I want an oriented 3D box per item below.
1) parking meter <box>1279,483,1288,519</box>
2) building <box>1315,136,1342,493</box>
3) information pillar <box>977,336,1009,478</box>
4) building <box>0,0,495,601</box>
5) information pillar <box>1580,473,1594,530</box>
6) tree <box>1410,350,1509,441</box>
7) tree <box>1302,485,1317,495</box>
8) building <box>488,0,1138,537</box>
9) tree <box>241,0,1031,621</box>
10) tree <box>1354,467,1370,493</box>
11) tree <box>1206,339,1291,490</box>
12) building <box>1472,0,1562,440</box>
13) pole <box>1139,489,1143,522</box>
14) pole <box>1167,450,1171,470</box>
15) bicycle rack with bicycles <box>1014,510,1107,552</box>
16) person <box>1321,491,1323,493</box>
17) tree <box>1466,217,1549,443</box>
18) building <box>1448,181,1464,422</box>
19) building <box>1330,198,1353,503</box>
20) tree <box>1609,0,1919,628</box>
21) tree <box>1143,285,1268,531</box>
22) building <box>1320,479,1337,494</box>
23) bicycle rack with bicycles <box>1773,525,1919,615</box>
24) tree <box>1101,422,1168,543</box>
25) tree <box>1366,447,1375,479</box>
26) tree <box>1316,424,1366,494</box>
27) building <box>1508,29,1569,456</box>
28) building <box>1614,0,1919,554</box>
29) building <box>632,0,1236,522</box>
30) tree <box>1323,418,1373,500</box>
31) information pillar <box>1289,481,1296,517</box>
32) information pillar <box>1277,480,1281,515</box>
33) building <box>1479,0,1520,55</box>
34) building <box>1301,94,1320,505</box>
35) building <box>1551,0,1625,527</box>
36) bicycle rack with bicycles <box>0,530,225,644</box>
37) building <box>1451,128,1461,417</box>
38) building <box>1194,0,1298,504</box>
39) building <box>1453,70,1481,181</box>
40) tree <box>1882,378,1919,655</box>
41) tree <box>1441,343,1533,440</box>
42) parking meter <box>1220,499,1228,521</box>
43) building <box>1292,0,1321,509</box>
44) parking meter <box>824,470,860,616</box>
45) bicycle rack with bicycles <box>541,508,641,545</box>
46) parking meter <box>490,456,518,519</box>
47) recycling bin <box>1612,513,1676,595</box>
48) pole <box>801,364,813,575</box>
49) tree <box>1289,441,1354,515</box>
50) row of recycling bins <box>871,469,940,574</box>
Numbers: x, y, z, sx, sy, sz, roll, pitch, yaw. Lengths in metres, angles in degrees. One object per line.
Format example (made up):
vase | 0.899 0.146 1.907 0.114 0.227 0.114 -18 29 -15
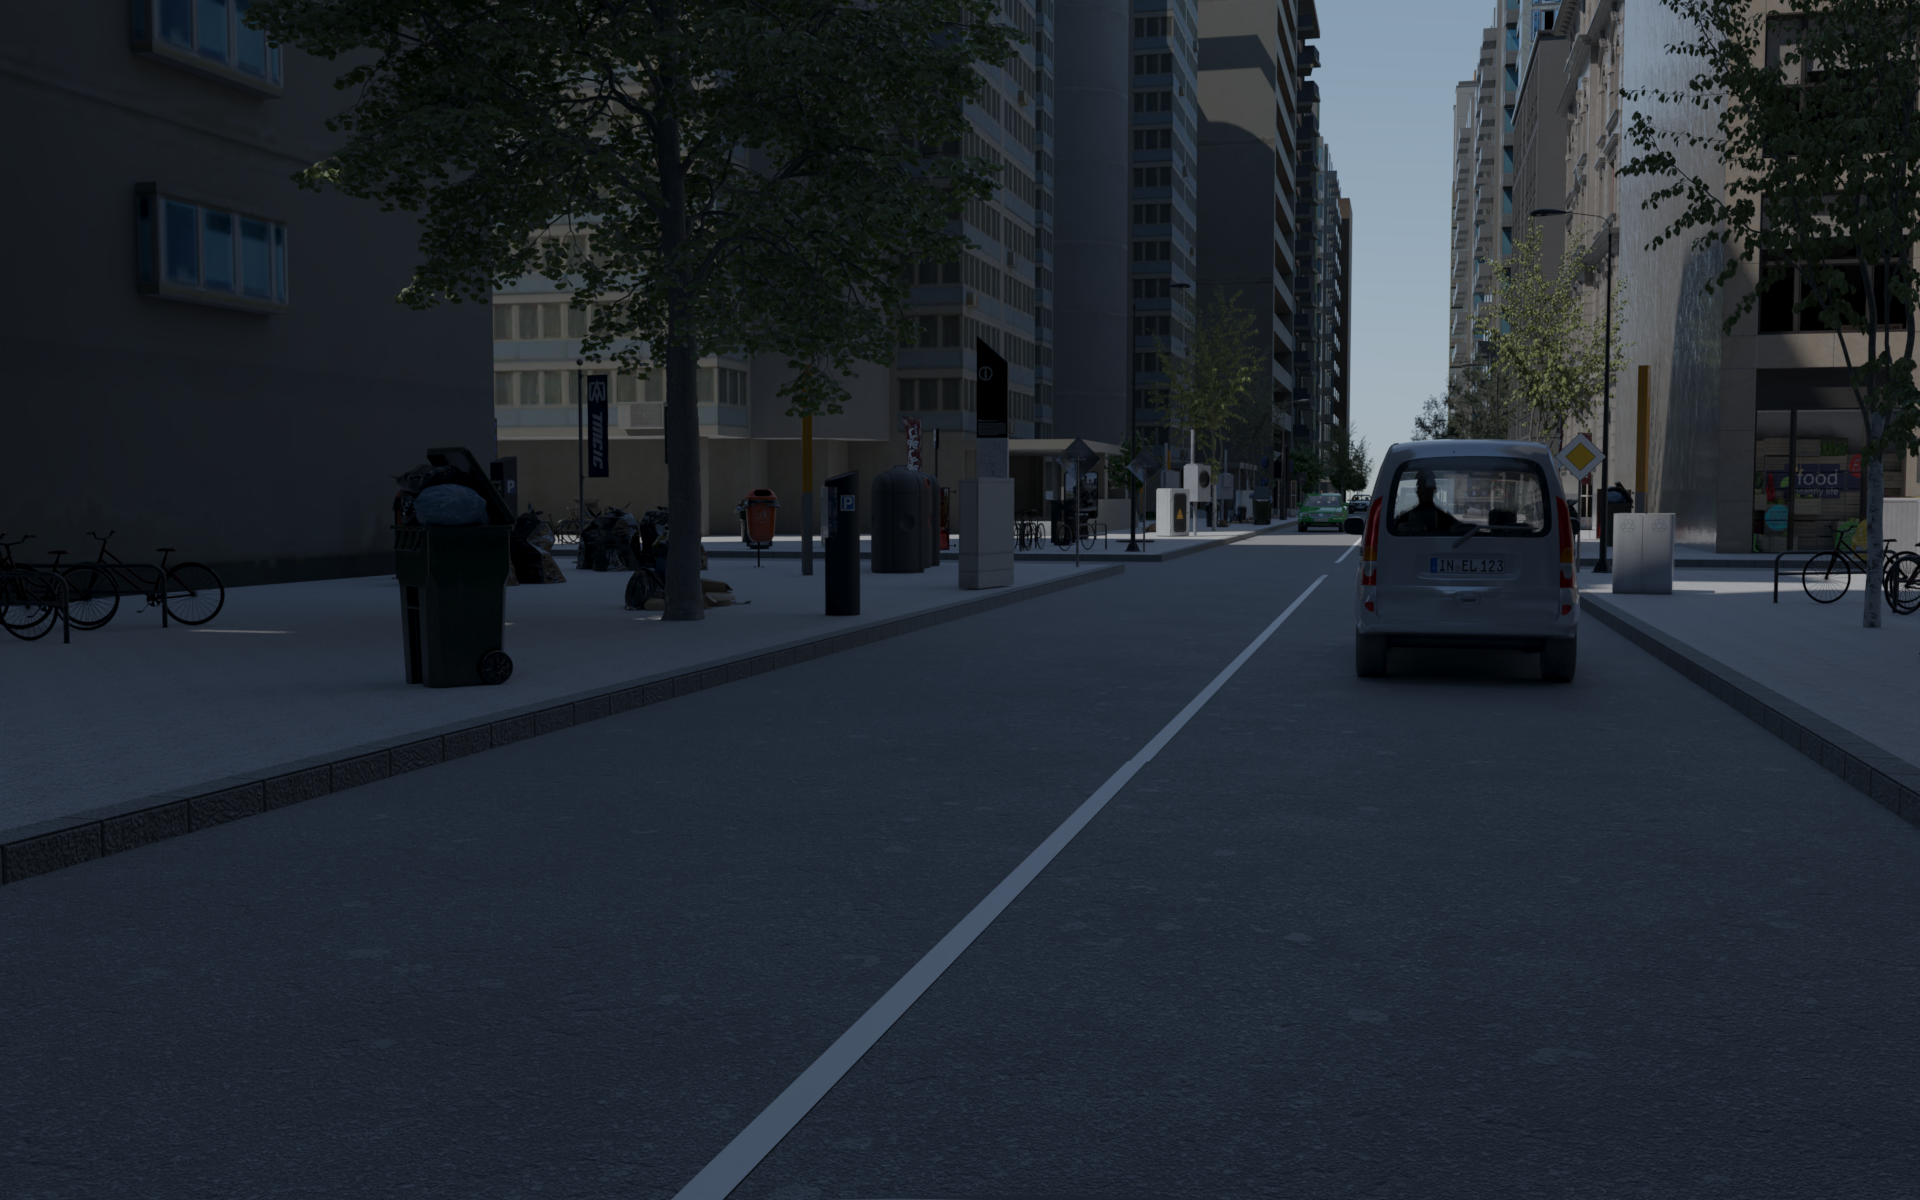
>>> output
parking meter | 16.642 -5.097 89.042 0.399 1.863 0.255 0 4 5
building | 39.822 -37.623 234.749 23.786 49.044 30.456 1 4 14
information pillar | 0.468 -2.096 25.620 0.504 3.616 0.183 1 4 13
building | -21.015 -24.330 21.495 21.600 48.544 21.300 1 4 14
information pillar | 22.241 -3.484 61.459 0.304 2.012 0.304 -2 4 -29
tree | 33.485 -10.942 113.320 8.767 10.594 7.601 2 4 26
tree | 25.171 -8.035 125.977 1.663 3.219 1.824 0 3 0
building | -10.481 -22.669 62.513 32.217 40.220 23.993 1 4 14
tree | -3.143 -6.087 17.642 7.486 12.596 7.792 0 3 0
tree | 38.442 -11.612 173.572 4.285 4.588 4.351 0 3 0
tree | 13.530 -7.989 80.987 4.360 8.622 3.978 0 3 0
building | 51.348 -50.014 130.399 22.319 86.520 31.000 1 4 14
pole | 8.243 -5.189 78.676 0.158 3.312 0.155 0 3 0
pole | 9.734 -5.326 80.920 0.158 3.312 0.155 0 3 0
bicycle rack with bicycles | 2.016 -1.601 39.556 2.852 0.926 2.925 2 4 27
person | 39.778 -11.118 190.371 1.348 1.812 0.705 0 4 6
tree | 15.808 -5.881 46.518 4.737 8.622 4.395 0 3 0
building | 71.196 -33.205 226.494 14.154 41.232 14.086 1 4 14
building | 50.429 -37.044 255.772 14.600 45.320 14.200 1 4 14
tree | 8.552 -4.040 16.421 4.737 8.622 4.395 0 3 0
tree | 8.634 -6.713 60.120 4.737 8.622 4.395 0 3 0
building | 29.300 -31.652 209.390 32.217 40.220 23.993 1 4 14
bicycle rack with bicycles | 10.876 -0.385 19.669 2.925 0.926 2.852 -1 4 -15
tree | 4.531 -3.150 46.109 1.663 3.219 1.824 0 3 0
tree | 61.197 -19.205 264.367 4.360 8.622 3.978 0 3 0
tree | 39.102 -14.040 179.914 4.360 8.622 3.978 0 3 0
building | 38.002 -18.408 94.485 14.314 27.812 24.014 1 4 14
building | 35.134 -14.498 41.558 34.151 26.468 19.350 1 4 14
building | 0.918 -25.081 101.959 32.217 40.220 23.993 1 4 14
tree | 37.355 -13.316 168.075 4.737 8.622 4.395 0 3 0
information pillar | 18.329 -5.558 95.362 0.304 2.012 0.304 0 4 -3
information pillar | 17.268 -5.435 93.350 0.304 2.012 0.304 0 4 -1
building | 59.663 -33.137 161.400 23.786 49.044 30.456 1 4 14
building | 27.496 -29.724 169.580 14.154 41.232 14.086 1 4 14
building | 32.265 -17.349 71.053 14.401 28.519 23.554 1 4 14
bicycle rack with bicycles | -8.683 -0.152 15.875 2.925 0.926 2.852 0 4 2
building | 69.766 -35.723 203.671 23.786 49.044 30.456 1 4 14
building | 12.518 -30.595 123.929 21.300 48.544 21.600 1 4 14
building | 80.445 -43.021 245.389 21.231 58.520 28.212 1 4 14
tree | 7.839 -1.123 12.960 1.663 3.219 1.824 0 3 0
tree | 24.950 -8.036 81.758 4.360 8.622 3.978 0 3 0
parking meter | 12.577 -4.531 82.492 0.372 1.533 0.369 0 3 0
building | 19.220 -30.238 149.017 22.147 44.769 28.867 1 4 14
parking meter | -1.245 -0.608 18.346 0.372 1.533 0.369 0 3 0
bicycle rack with bicycles | -9.595 -1.917 44.723 2.925 0.926 2.852 -1 4 -15
parking meter | -7.053 -1.289 26.793 0.255 1.863 0.399 2 4 25
recycling bin | 8.879 -0.607 22.481 0.722 1.027 0.722 2 4 24
pole | -2.416 -2.046 27.295 0.158 3.312 0.155 0 3 0
tree | 20.957 -7.519 106.648 4.285 4.588 4.351 0 3 0
row of recycling bins | -0.945 -1.377 29.619 1.069 1.692 3.534 0 4 5
